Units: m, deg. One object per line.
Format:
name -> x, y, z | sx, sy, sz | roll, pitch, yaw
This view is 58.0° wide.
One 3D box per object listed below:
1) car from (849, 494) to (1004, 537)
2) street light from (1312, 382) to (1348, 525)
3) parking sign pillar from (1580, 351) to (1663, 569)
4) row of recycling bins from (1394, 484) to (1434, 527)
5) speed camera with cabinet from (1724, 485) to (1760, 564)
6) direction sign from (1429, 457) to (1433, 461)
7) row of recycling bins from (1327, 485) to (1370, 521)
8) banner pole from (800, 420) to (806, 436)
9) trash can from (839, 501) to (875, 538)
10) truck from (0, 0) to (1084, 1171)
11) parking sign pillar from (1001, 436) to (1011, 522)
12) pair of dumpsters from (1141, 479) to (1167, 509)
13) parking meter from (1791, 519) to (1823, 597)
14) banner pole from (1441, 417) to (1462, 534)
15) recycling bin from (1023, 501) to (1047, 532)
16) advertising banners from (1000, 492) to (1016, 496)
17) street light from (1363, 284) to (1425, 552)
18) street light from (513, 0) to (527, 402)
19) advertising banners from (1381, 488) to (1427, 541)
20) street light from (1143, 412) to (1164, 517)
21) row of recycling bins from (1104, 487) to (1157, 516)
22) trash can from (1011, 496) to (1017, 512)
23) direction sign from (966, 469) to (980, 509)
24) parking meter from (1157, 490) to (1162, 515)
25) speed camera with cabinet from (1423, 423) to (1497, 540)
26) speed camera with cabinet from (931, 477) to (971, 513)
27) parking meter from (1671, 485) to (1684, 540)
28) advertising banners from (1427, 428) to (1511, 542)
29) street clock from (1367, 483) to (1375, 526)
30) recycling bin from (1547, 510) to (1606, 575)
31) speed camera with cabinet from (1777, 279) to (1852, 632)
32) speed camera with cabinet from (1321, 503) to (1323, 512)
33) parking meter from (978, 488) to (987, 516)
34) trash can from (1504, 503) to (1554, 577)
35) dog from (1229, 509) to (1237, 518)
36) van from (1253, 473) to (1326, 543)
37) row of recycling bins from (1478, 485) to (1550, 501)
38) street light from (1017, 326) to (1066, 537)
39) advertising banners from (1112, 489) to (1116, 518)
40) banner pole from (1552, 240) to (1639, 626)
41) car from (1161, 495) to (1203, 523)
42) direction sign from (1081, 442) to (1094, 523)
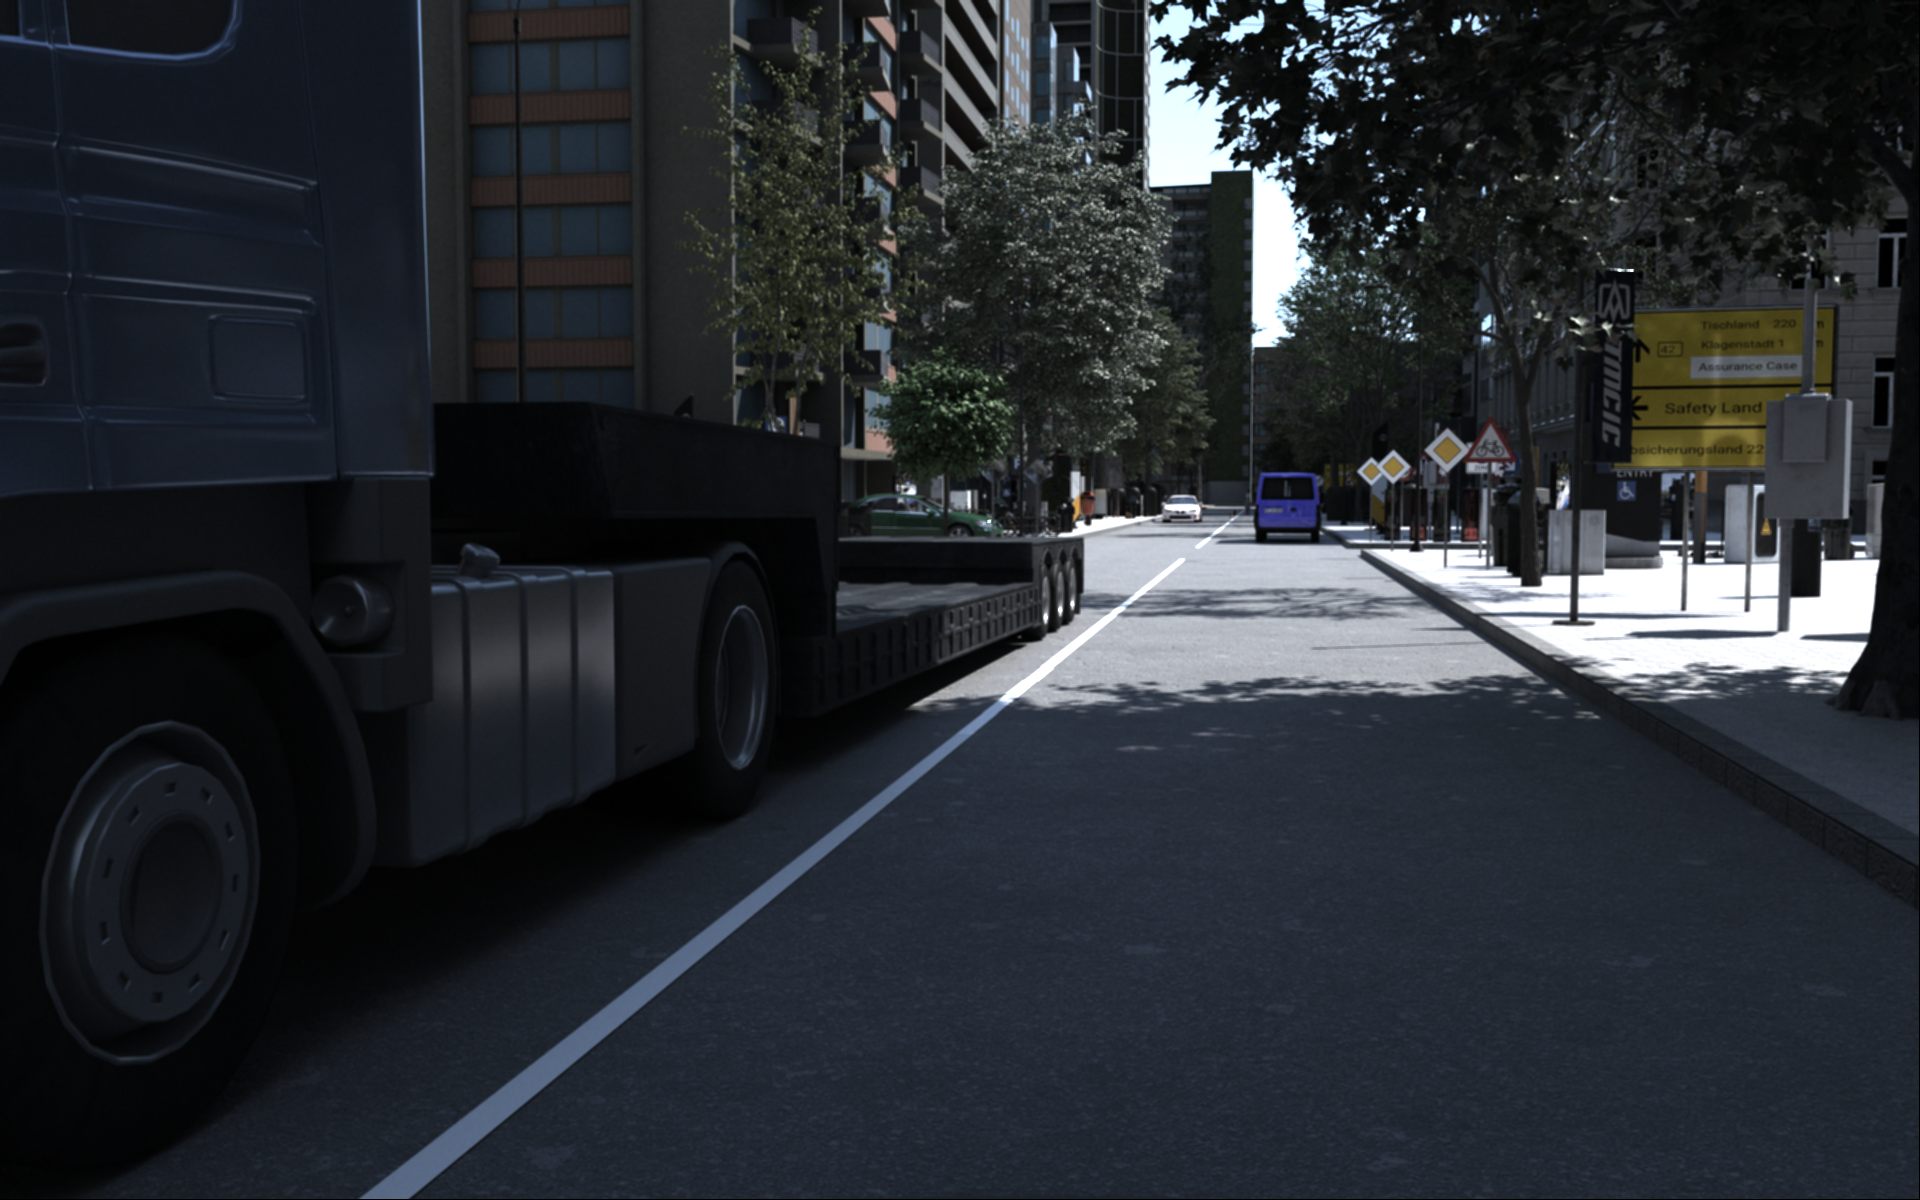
car -> -1.300, -2.053, 45.370 | 4.920, 1.459, 2.131 | 1, 4, 10
street light -> 15.315, -6.047, 71.408 | 1.470, 5.913, 1.316 | 1, 4, 10
parking sign pillar -> 11.532, -2.552, 30.205 | 1.447, 3.967, 1.447 | 0, 4, -7
row of recycling bins -> 18.448, -3.816, 69.503 | 1.069, 1.692, 3.534 | 2, 4, 31
speed camera with cabinet -> 15.119, -2.319, 32.245 | 2.038, 3.252, 0.660 | -2, 4, -32
direction sign -> 25.815, -6.304, 95.070 | 0.379, 3.537, 0.876 | 0, 4, 3
row of recycling bins -> 19.028, -4.714, 84.188 | 1.069, 1.692, 3.534 | 3, 5, 43
banner pole -> -5.305, -4.181, 58.383 | 0.401, 3.779, 0.863 | 0, 4, 8
trash can -> -2.020, -1.355, 33.813 | 0.748, 1.137, 0.748 | 0, 3, 0
truck -> -1.547, -1.286, 10.781 | 2.967, 4.110, 18.799 | 1, 4, 11
parking sign pillar -> 2.136, -5.597, 79.977 | 1.447, 3.967, 1.447 | 0, 4, 0
pair of dumpsters -> 12.577, -6.719, 112.346 | 1.574, 2.255, 4.437 | 1, 4, 10
parking meter -> 10.589, -0.812, 21.685 | 0.372, 1.533, 0.369 | 0, 3, 0
banner pole -> 15.954, -4.047, 56.185 | 0.863, 3.779, 0.401 | 3, 5, 40
recycling bin -> 2.515, -2.836, 58.928 | 0.722, 1.027, 0.722 | -1, 4, -21
advertising banners -> 3.052, -7.663, 121.471 | 2.074, 3.025, 0.090 | 0, 4, -5
street light -> 9.606, -4.026, 38.361 | 1.470, 5.913, 1.316 | 1, 4, 10
street light -> -3.375, -2.616, 15.319 | 1.470, 5.913, 1.316 | 1, 4, 10
advertising banners -> 12.483, -3.119, 47.188 | 2.074, 3.025, 0.090 | 3, 4, 38
street light -> 11.035, -7.636, 97.390 | 1.470, 5.913, 1.316 | 1, 4, 10
row of recycling bins -> 9.632, -5.668, 99.789 | 3.534, 1.692, 1.069 | 1, 4, 18
trash can -> 3.568, -6.297, 114.606 | 0.748, 1.137, 0.748 | 0, 3, 0
direction sign -> 0.629, -5.699, 85.177 | 0.876, 3.537, 0.379 | -3, 4, -39
parking meter -> 12.223, -6.005, 106.584 | 0.372, 1.533, 0.369 | 0, 3, 0
speed camera with cabinet -> 13.986, -3.298, 48.255 | 2.038, 3.252, 0.660 | 1, 4, 19
speed camera with cabinet -> -0.483, -5.937, 91.404 | 2.038, 3.252, 0.660 | 1, 4, 18
parking meter -> 20.071, -2.444, 48.369 | 0.372, 1.533, 0.369 | 0, 3, 0
advertising banners -> 13.607, -3.059, 46.195 | 2.074, 3.025, 0.090 | 0, 4, 3
street clock -> 16.595, -3.985, 69.722 | 0.358, 2.002, 0.471 | 3, 5, 40
recycling bin -> 9.842, -0.928, 27.725 | 0.722, 1.027, 0.722 | 0, 4, -3
speed camera with cabinet -> 8.503, -1.313, 15.809 | 2.038, 3.252, 0.660 | 2, 4, 32
speed camera with cabinet -> 26.177, -7.701, 120.249 | 2.038, 3.252, 0.660 | 1, 4, 21
parking meter -> 0.970, -4.122, 75.803 | 0.372, 1.533, 0.369 | 0, 3, 0
trash can -> 8.822, -0.932, 26.898 | 0.748, 1.137, 0.748 | 0, 3, 0
dog -> 16.533, -5.239, 104.952 | 0.406, 0.507, 0.540 | 1, 4, 19
van -> 9.992, -2.954, 52.681 | 2.240, 2.365, 5.245 | 1, 4, 11
row of recycling bins -> 24.505, -4.227, 76.220 | 3.534, 1.692, 1.069 | 0, 4, 3
street light -> 2.239, -4.614, 47.979 | 1.470, 5.913, 1.316 | 1, 4, 10
advertising banners -> 8.518, -6.063, 95.320 | 0.090, 3.025, 2.074 | 1, 4, 10
banner pole -> 6.268, -1.651, 17.015 | 0.863, 3.779, 0.401 | -1, 4, -17
car -> 11.257, -4.601, 87.580 | 2.083, 1.381, 4.827 | 1, 4, 10
direction sign -> 5.560, -5.111, 75.567 | 0.379, 3.537, 0.876 | -2, 4, -35
